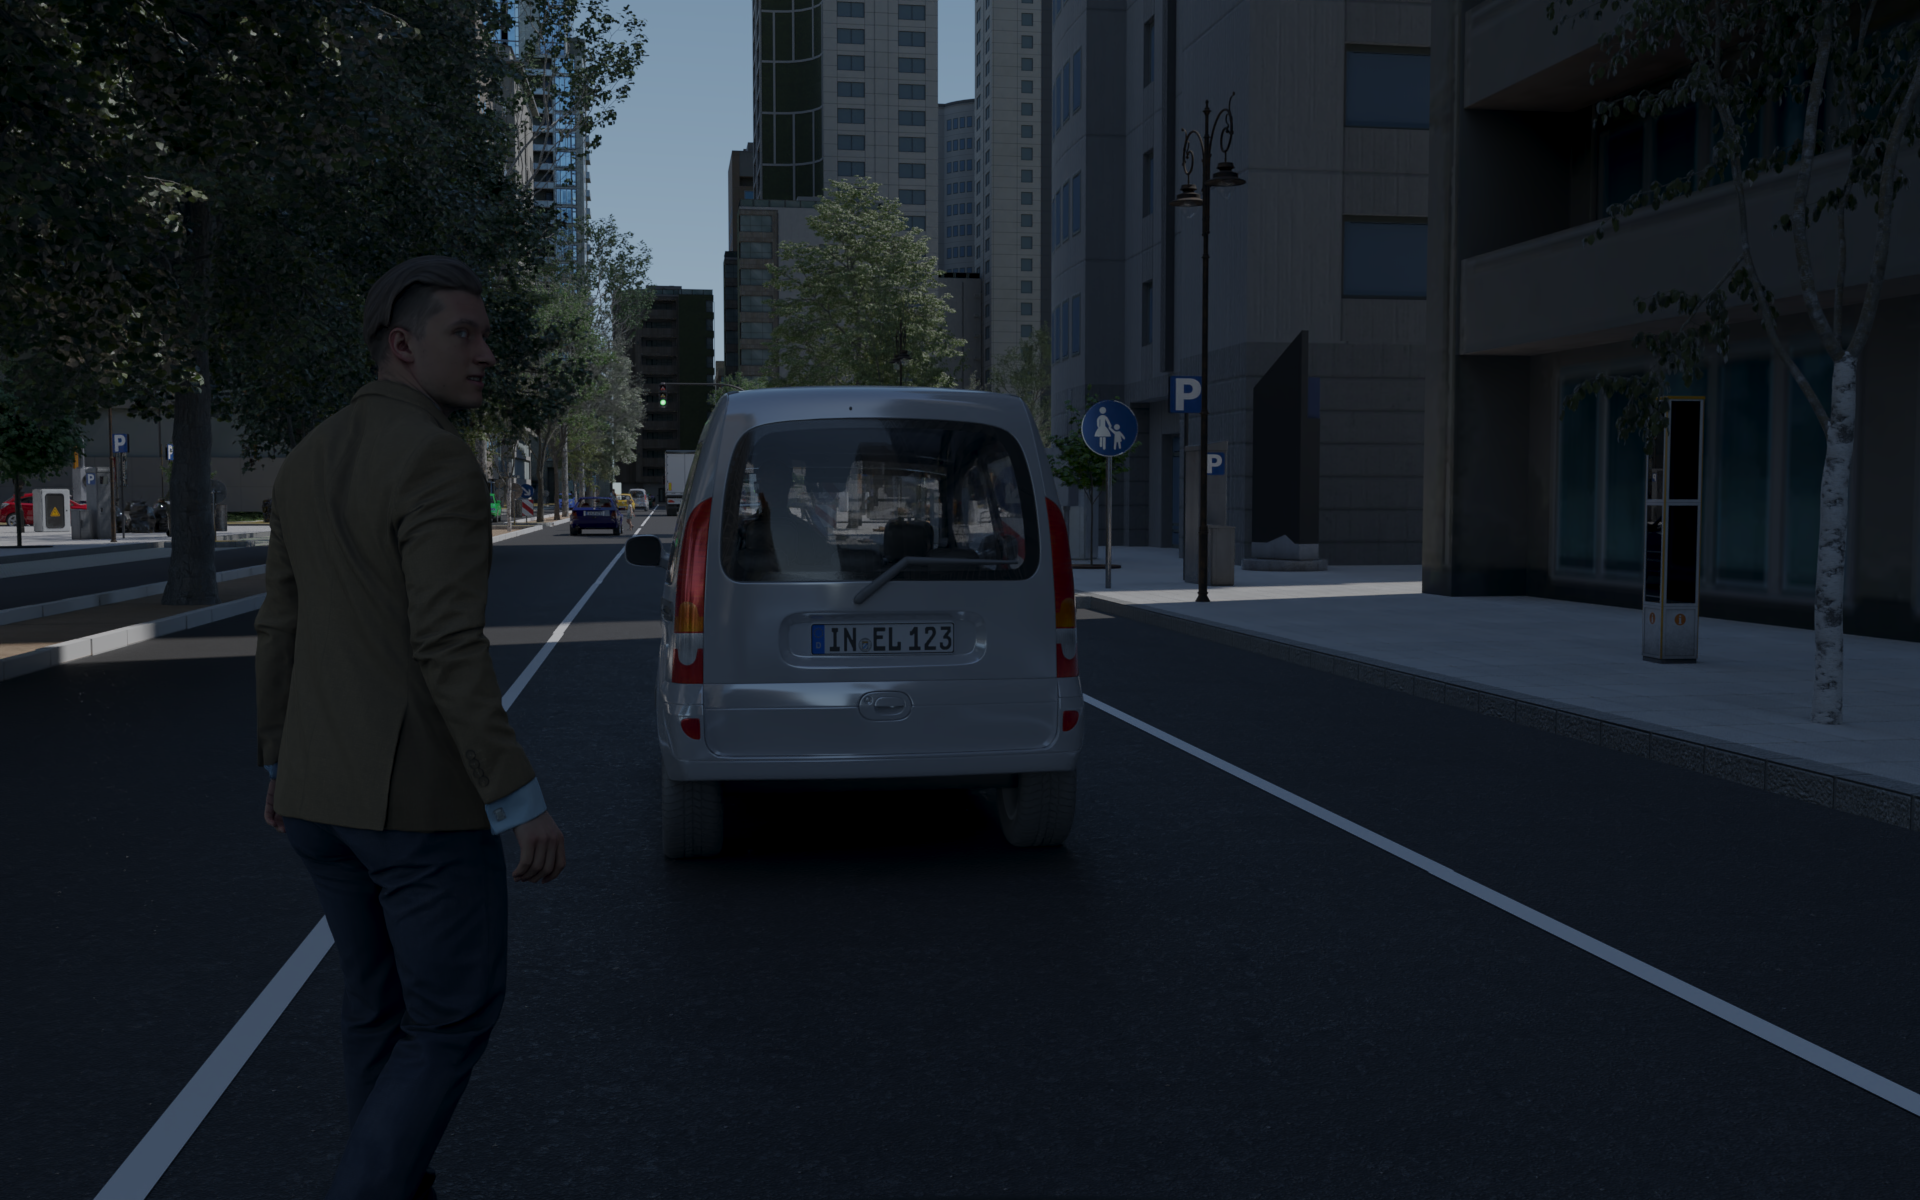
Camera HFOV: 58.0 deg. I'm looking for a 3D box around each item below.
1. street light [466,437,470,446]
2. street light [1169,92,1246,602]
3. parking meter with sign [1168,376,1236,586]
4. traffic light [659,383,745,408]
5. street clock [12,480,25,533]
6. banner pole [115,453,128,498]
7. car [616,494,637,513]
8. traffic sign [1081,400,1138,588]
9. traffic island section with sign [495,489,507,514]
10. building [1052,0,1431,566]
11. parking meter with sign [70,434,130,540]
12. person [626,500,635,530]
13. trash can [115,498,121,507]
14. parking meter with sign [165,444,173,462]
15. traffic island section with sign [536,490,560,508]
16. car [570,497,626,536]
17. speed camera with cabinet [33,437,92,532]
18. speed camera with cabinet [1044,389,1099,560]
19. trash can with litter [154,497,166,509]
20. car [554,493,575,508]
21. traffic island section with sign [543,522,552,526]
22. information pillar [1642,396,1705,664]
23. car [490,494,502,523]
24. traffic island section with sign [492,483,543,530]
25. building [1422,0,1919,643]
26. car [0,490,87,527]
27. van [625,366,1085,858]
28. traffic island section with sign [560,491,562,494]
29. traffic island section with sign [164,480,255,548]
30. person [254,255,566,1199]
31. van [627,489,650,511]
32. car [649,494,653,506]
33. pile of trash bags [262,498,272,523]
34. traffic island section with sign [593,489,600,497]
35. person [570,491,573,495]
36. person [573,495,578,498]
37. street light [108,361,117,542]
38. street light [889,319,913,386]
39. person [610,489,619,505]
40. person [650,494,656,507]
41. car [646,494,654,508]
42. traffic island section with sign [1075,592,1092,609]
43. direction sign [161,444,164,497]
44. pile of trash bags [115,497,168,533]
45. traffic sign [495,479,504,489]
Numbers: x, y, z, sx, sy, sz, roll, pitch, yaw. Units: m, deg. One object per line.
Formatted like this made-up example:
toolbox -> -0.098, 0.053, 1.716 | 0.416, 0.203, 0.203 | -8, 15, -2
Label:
street light -> -36.494, -9.529, 128.584 | 0.468, 5.910, 1.993 | -1, 4, -10
street light -> 2.895, -2.916, 20.472 | 0.468, 5.910, 1.993 | -1, 4, -10
parking meter with sign -> 3.509, -1.748, 24.838 | 0.543, 3.016, 1.738 | -1, 4, -11
traffic light -> -9.914, -5.897, 71.089 | 4.771, 5.953, 1.251 | -1, 4, -10
street clock -> -31.008, -3.214, 57.116 | 0.471, 2.002, 0.358 | 3, 4, 38
banner pole -> -37.640, -5.362, 77.681 | 0.863, 3.779, 0.401 | 1, 4, 21
car -> -26.251, -7.637, 135.089 | 2.015, 1.641, 3.980 | -1, 4, -9
traffic sign -> 2.018, -1.430, 23.492 | 0.768, 2.556, 0.104 | 0, 4, -3
traffic island section with sign -> -33.920, -7.284, 127.715 | 1.989, 1.847, 2.006 | -1, 4, -10
building -> 13.063, -30.736, 44.530 | 21.231, 58.520, 28.212 | -1, 4, -10
parking meter with sign -> -24.489, -3.243, 49.285 | 0.543, 3.016, 1.738 | 1, 4, 19
person -> -12.971, -3.353, 68.337 | 0.382, 1.210, 0.505 | -1, 4, -22
trash can -> -29.904, -3.012, 60.901 | 0.748, 1.137, 0.748 | 0, 3, 0
parking meter with sign -> -26.881, -3.949, 60.830 | 1.738, 3.016, 0.543 | 0, 4, -6
traffic island section with sign -> -42.293, -10.310, 177.188 | 1.989, 1.847, 2.006 | -1, 4, -10
car -> -12.815, -2.971, 61.152 | 1.945, 1.354, 3.894 | -1, 4, -9
speed camera with cabinet -> -30.379, -3.948, 58.884 | 0.660, 3.252, 2.038 | 2, 4, 35
speed camera with cabinet -> 2.133, -2.393, 33.457 | 0.660, 3.252, 2.038 | 1, 4, 20
trash can with litter -> -28.219, -3.089, 61.890 | 0.624, 1.170, 1.055 | 1, 4, 13
car -> -36.710, -9.265, 161.078 | 1.945, 1.707, 3.694 | -1, 4, -11
traffic island section with sign -> -19.348, -4.243, 77.508 | 2.006, 1.907, 1.989 | -1, 4, -10
information pillar -> 5.418, -0.531, 13.167 | 0.304, 2.012, 0.304 | 0, 4, -6
car -> -24.324, -4.847, 88.046 | 1.959, 1.807, 4.718 | -1, 4, -11
traffic island section with sign -> -18.120, -3.796, 70.203 | 2.006, 1.907, 1.989 | -1, 4, -10
building -> 18.233, -23.773, 12.395 | 21.300, 48.544, 21.600 | -1, 4, -10
car -> -36.459, -3.744, 70.255 | 4.494, 1.783, 2.155 | -1, 4, -8
van -> -0.596, -0.078, 8.280 | 2.013, 2.044, 4.112 | -1, 4, -9
traffic island section with sign -> -46.927, -11.979, 204.490 | 1.989, 1.847, 2.006 | -1, 4, -10
traffic island section with sign -> -20.226, -2.336, 46.821 | 1.989, 1.847, 2.006 | -1, 4, -10
person -> -0.944, 0.336, 2.922 | 0.656, 1.842, 0.836 | 1, 4, 8
van -> -27.088, -8.479, 145.650 | 2.013, 2.044, 4.112 | 0, 4, -8
car -> -39.029, -12.643, 215.506 | 1.959, 1.807, 4.718 | 0, 4, -8
pile of trash bags -> -30.833, -4.239, 79.058 | 1.912, 1.369, 3.447 | -1, 4, -20
traffic island section with sign -> -31.906, -8.774, 151.594 | 2.006, 1.907, 1.989 | -1, 4, -10
person -> -38.912, -10.020, 173.011 | 0.721, 1.739, 1.217 | -1, 4, -17
person -> -47.574, -12.588, 214.303 | 0.705, 1.826, 1.348 | 1, 4, 16
street light -> -22.542, -4.475, 45.953 | 0.468, 5.910, 1.993 | -1, 4, -10
street light -> -1.568, -4.479, 46.018 | 0.468, 5.910, 1.993 | -1, 4, -10
person -> -24.218, -6.887, 121.197 | 0.616, 1.811, 0.778 | 1, 4, 14
person -> -34.838, -11.285, 196.245 | 0.697, 1.427, 0.421 | 1, 4, 11
car -> -32.668, -10.209, 178.721 | 2.131, 1.459, 4.920 | -1, 4, -9
traffic island section with sign -> 0.518, -0.844, 22.435 | 1.989, 1.847, 2.006 | -1, 4, -10
direction sign -> -36.094, -5.285, 78.403 | 0.379, 3.537, 0.876 | -1, 4, -22
pile of trash bags -> -26.889, -2.941, 57.846 | 1.912, 1.369, 3.447 | 1, 4, 18
traffic sign -> -39.389, -9.047, 148.023 | 0.768, 2.556, 0.104 | 0, 4, -2
